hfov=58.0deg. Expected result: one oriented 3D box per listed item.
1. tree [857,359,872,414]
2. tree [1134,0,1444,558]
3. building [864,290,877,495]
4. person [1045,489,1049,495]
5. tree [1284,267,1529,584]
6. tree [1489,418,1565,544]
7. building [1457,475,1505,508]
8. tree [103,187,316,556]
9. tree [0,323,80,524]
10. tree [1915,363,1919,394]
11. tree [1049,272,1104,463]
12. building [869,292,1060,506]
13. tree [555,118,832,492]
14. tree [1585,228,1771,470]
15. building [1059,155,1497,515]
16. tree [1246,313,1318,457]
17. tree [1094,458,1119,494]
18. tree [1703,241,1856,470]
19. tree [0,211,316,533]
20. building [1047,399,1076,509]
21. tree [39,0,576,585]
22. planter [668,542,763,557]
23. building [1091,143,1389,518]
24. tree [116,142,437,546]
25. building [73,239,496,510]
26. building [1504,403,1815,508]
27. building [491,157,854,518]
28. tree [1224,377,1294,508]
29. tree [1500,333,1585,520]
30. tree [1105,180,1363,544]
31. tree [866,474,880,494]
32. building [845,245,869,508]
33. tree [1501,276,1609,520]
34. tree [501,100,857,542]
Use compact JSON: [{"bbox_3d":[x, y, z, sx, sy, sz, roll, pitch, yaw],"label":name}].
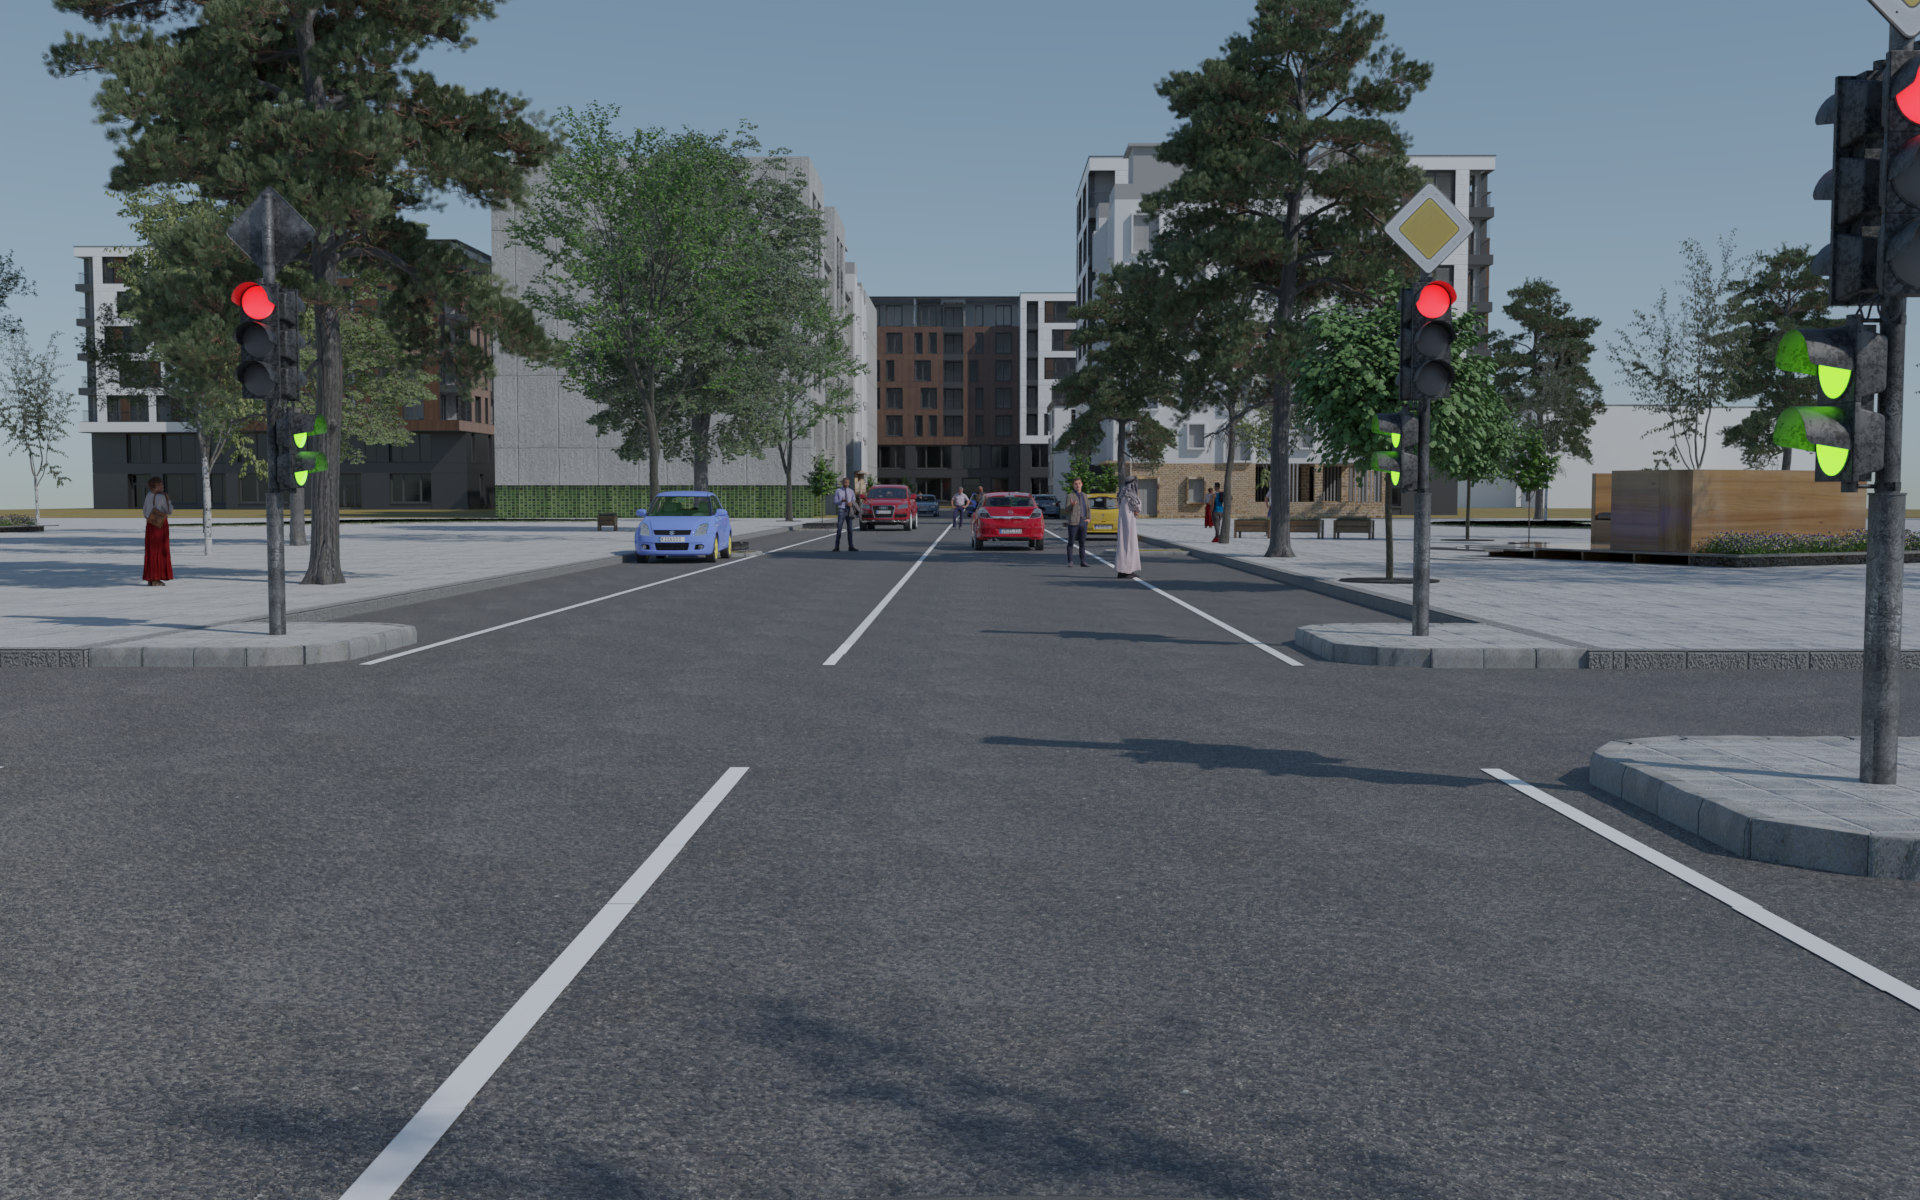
[{"bbox_3d":[-8.141,-9.465,80.505,9.928,11.665,9.643,0,3,0],"label":"tree"},{"bbox_3d":[6.512,-6.903,34.922,6.751,12.117,7.091,0,3,0],"label":"tree"},{"bbox_3d":[-23.850,-17.889,158.935,31.486,18.905,16.747,0,4,1],"label":"building"},{"bbox_3d":[7.333,-8.623,147.746,0.721,1.735,1.217,0,4,-7],"label":"person"},{"bbox_3d":[6.335,-2.546,25.342,4.285,4.588,4.351,0,3,0],"label":"tree"},{"bbox_3d":[14.656,-3.033,44.199,1.663,3.219,1.824,0,3,0],"label":"tree"},{"bbox_3d":[62.374,-14.458,178.529,28.070,9.664,9.099,0,4,1],"label":"building"},{"bbox_3d":[-15.425,-5.226,35.803,4.737,8.622,4.395,0,3,0],"label":"tree"},{"bbox_3d":[-39.232,-7.516,73.246,4.360,8.622,3.978,0,3,0],"label":"tree"},{"bbox_3d":[33.794,-6.517,56.912,4.360,8.622,3.978,0,3,0],"label":"tree"},{"bbox_3d":[7.424,-9.615,79.254,6.751,12.117,7.091,0,3,0],"label":"tree"},{"bbox_3d":[4.062,-21.127,189.393,32.646,21.610,27.936,0,4,1],"label":"building"},{"bbox_3d":[-9.037,-9.329,59.190,9.857,13.997,8.962,0,3,0],"label":"tree"},{"bbox_3d":[20.516,-5.997,48.419,4.360,8.622,3.978,0,3,0],"label":"tree"},{"bbox_3d":[21.893,-16.946,121.044,27.936,21.610,32.646,0,4,1],"label":"building"},{"bbox_3d":[12.925,-7.240,68.730,4.360,8.622,3.978,0,3,0],"label":"tree"},{"bbox_3d":[8.007,-5.995,92.621,1.663,3.219,1.824,0,3,0],"label":"tree"},{"bbox_3d":[35.804,-9.346,74.862,6.751,12.117,7.091,0,3,0],"label":"tree"},{"bbox_3d":[-24.873,-7.463,56.432,8.767,10.594,7.601,0,4,5],"label":"tree"},{"bbox_3d":[12.742,-12.877,152.683,9.099,9.664,28.070,0,4,1],"label":"building"},{"bbox_3d":[-8.990,-6.260,24.404,6.751,12.117,7.091,0,3,0],"label":"tree"},{"bbox_3d":[-5.658,-1.181,40.452,1.991,0.319,1.994,0,4,1],"label":"planter"},{"bbox_3d":[15.713,-14.848,99.183,16.016,20.091,11.380,0,4,1],"label":"building"},{"bbox_3d":[-16.862,-7.610,42.558,7.486,12.596,7.792,0,3,0],"label":"tree"},{"bbox_3d":[-56.385,-18.906,153.093,32.646,21.610,27.936,0,4,1],"label":"building"},{"bbox_3d":[66.499,-13.410,161.394,28.070,9.664,9.099,0,4,1],"label":"building"},{"bbox_3d":[-16.078,-14.707,106.911,16.747,18.905,31.486,0,4,1],"label":"building"},{"bbox_3d":[15.261,-8.312,86.265,4.737,8.622,4.395,0,3,0],"label":"tree"},{"bbox_3d":[27.005,-7.927,79.967,4.360,8.622,3.978,0,3,0],"label":"tree"},{"bbox_3d":[7.158,-6.727,44.404,7.601,10.594,8.767,1,4,14],"label":"tree"},{"bbox_3d":[-7.739,-9.446,149.046,1.663,3.219,1.824,0,3,0],"label":"tree"},{"bbox_3d":[-15.295,-16.656,128.749,16.016,20.091,11.380,0,4,1],"label":"building"},{"bbox_3d":[28.896,-10.030,86.042,6.751,12.117,7.091,0,3,0],"label":"tree"},{"bbox_3d":[-8.318,-7.380,46.422,9.928,11.665,9.643,0,3,0],"label":"tree"}]
